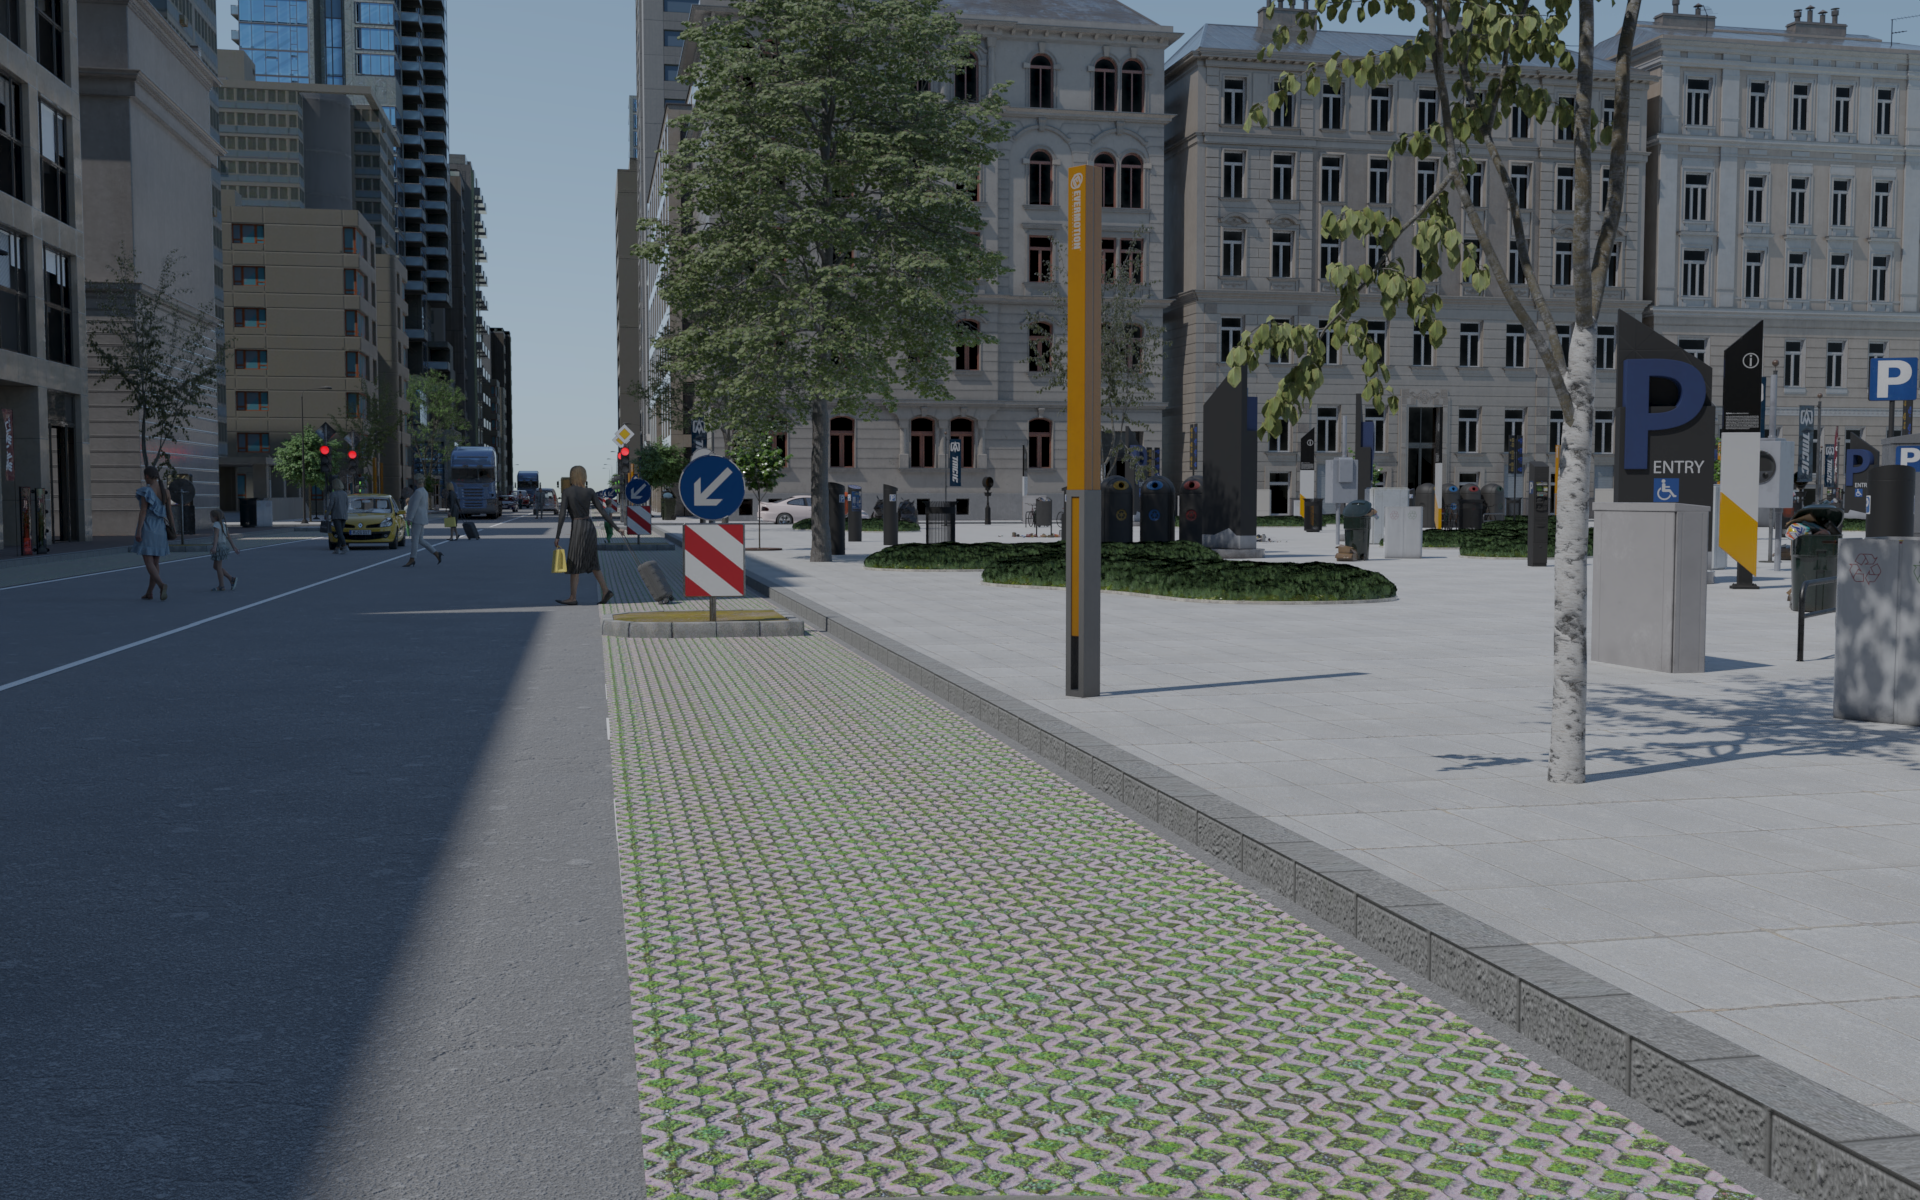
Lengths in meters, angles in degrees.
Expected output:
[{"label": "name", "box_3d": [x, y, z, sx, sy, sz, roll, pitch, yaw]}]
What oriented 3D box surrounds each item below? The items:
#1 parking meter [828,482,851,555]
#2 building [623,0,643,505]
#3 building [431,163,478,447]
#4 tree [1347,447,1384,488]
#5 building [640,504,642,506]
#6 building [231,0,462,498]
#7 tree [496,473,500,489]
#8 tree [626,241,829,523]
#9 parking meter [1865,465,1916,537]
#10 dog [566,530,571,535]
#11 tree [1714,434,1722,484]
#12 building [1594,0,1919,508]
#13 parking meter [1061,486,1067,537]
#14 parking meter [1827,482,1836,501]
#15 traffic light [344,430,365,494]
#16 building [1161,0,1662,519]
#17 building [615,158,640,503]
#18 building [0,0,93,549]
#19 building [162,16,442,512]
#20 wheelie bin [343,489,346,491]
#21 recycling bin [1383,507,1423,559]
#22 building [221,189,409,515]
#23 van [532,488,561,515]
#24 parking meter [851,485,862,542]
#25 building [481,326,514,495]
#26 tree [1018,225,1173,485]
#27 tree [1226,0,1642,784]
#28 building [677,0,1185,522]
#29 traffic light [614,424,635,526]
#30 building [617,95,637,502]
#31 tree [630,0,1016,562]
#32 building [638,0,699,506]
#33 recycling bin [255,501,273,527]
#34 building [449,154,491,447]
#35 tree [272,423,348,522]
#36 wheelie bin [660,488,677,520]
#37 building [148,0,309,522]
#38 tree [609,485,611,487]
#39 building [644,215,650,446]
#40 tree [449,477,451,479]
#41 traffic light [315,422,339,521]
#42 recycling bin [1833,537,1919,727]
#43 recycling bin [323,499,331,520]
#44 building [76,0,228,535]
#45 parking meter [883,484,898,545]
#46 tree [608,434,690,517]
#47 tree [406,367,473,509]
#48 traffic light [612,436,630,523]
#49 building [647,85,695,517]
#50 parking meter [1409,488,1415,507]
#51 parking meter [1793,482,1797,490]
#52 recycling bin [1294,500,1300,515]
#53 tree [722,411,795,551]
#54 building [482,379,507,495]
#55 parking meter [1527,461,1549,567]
[{"label": "parking meter", "box_3d": [-2.609, -1.720, 36.530, 0.372, 1.533, 0.369, 0, 3, 0]}, {"label": "building", "box_3d": [-31.731, -47.556, 215.787, 20.563, 71.187, 20.611, -1, 4, -12]}, {"label": "building", "box_3d": [-65.645, -32.046, 207.538, 14.154, 41.232, 14.086, -1, 4, -12]}, {"label": "tree", "box_3d": [13.997, -4.004, 60.062, 1.663, 3.219, 1.824, 0, 3, 0]}, {"label": "building", "box_3d": [-20.167, -30.859, 196.424, 32.217, 40.220, 23.993, -1, 4, -12]}, {"label": "building", "box_3d": [-64.492, -53.226, 182.921, 22.319, 86.520, 31.000, -1, 4, -12]}, {"label": "tree", "box_3d": [-60.835, -14.647, 223.196, 4.285, 4.588, 4.351, 0, 3, 0]}, {"label": "tree", "box_3d": [-7.884, -7.690, 60.137, 7.601, 10.594, 8.767, -2, 4, -27]}, {"label": "parking meter", "box_3d": [8.107, -0.410, 15.118, 0.372, 1.533, 0.369, 0, 3, 0]}, {"label": "dog", "box_3d": [-13.685, -2.712, 61.170, 0.800, 0.831, 0.513, -3, 5, -45]}, {"label": "tree", "box_3d": [21.772, -3.289, 48.382, 1.663, 3.219, 1.824, 0, 3, 0]}, {"label": "building", "box_3d": [44.007, -19.041, 97.227, 20.117, 28.700, 13.634, -1, 4, -12]}, {"label": "parking meter", "box_3d": [2.595, -2.004, 41.169, 0.372, 1.533, 0.369, 0, 3, 0]}, {"label": "parking meter", "box_3d": [40.542, -4.580, 80.598, 0.399, 1.863, 0.255, -2, 4, -33]}, {"label": "traffic light", "box_3d": [-26.265, -5.271, 75.097, 0.839, 4.253, 0.868, -1, 4, -12]}, {"label": "building", "box_3d": [22.077, -18.009, 91.706, 25.104, 27.353, 12.463, -1, 4, -12]}, {"label": "building", "box_3d": [-37.924, -38.116, 246.896, 21.300, 48.544, 21.600, -1, 4, -12]}, {"label": "building", "box_3d": [-29.676, -13.680, 28.190, 19.350, 26.468, 34.151, -1, 4, -12]}, {"label": "building", "box_3d": [-64.180, -28.373, 155.776, 32.217, 40.220, 23.993, -1, 4, -12]}, {"label": "wheelie bin", "box_3d": [-35.666, -5.611, 99.642, 0.980, 1.594, 0.693, 1, 4, 9]}, {"label": "recycling bin", "box_3d": [8.882, -1.356, 34.732, 0.722, 1.027, 0.722, 1, 4, 11]}, {"label": "building", "box_3d": [-53.108, -16.632, 116.966, 27.650, 21.520, 28.899, -1, 4, -12]}, {"label": "van", "box_3d": [-29.049, -7.003, 121.516, 2.013, 2.044, 4.112, -1, 4, -11]}, {"label": "parking meter", "box_3d": [-2.830, -2.338, 46.631, 0.372, 1.533, 0.369, 0, 3, 0]}, {"label": "building", "box_3d": [-83.489, -31.939, 293.896, 14.160, 30.474, 14.107, -1, 4, -12]}, {"label": "tree", "box_3d": [3.659, -5.764, 44.602, 4.360, 8.622, 3.978, 0, 3, 0]}, {"label": "tree", "box_3d": [2.585, -3.505, 7.674, 4.737, 8.622, 4.395, 0, 3, 0]}, {"label": "building", "box_3d": [-2.102, -18.411, 88.406, 23.554, 28.519, 14.401, -1, 4, -12]}, {"label": "traffic light", "box_3d": [-13.488, -4.939, 69.669, 0.839, 4.253, 0.868, -1, 4, -12]}, {"label": "building", "box_3d": [-42.679, -58.664, 271.833, 22.319, 86.520, 31.000, -1, 4, -12]}, {"label": "tree", "box_3d": [-2.290, -6.978, 32.217, 7.486, 12.596, 7.792, 0, 3, 0]}, {"label": "building", "box_3d": [-20.540, -38.358, 169.146, 21.231, 58.520, 28.212, -1, 4, -12]}, {"label": "recycling bin", "box_3d": [-27.246, -3.358, 67.461, 0.722, 1.027, 0.722, -3, 4, -38]}, {"label": "building", "box_3d": [-77.829, -38.085, 242.300, 23.786, 49.044, 30.456, -1, 4, -12]}, {"label": "tree", "box_3d": [-29.761, -5.858, 79.484, 4.285, 4.588, 4.351, 0, 3, 0]}, {"label": "wheelie bin", "box_3d": [-14.274, -4.700, 84.756, 0.693, 1.594, 0.980, -2, 4, -30]}, {"label": "building", "box_3d": [-49.385, -23.863, 82.033, 32.217, 40.220, 23.993, -1, 4, -12]}, {"label": "tree", "box_3d": [-58.636, -18.233, 292.717, 1.663, 3.219, 1.824, 0, 3, 0]}, {"label": "building", "box_3d": [-18.929, -21.836, 142.917, 13.634, 28.700, 20.117, -1, 4, -12]}, {"label": "tree", "box_3d": [-46.926, -10.190, 161.203, 1.663, 3.219, 1.824, 0, 3, 0]}, {"label": "traffic light", "box_3d": [-24.596, -4.793, 67.288, 0.839, 4.253, 0.868, -1, 4, -12]}, {"label": "recycling bin", "box_3d": [5.486, 0.166, 9.837, 0.722, 1.027, 0.722, -3, 4, -39]}, {"label": "recycling bin", "box_3d": [-31.265, -4.509, 86.271, 0.722, 1.027, 0.722, -2, 4, -30]}, {"label": "building", "box_3d": [-38.165, -13.162, 57.007, 24.055, 21.916, 13.314, -1, 4, -12]}, {"label": "parking meter", "box_3d": [-1.737, -2.139, 43.381, 0.372, 1.533, 0.369, 0, 3, 0]}, {"label": "tree", "box_3d": [-16.526, -6.831, 95.404, 4.285, 4.588, 4.351, 0, 3, 0]}, {"label": "tree", "box_3d": [-44.099, -13.304, 143.269, 9.928, 11.665, 9.643, 0, 3, 0]}, {"label": "traffic light", "box_3d": [-15.157, -5.416, 77.478, 0.839, 4.253, 0.868, -1, 4, -12]}, {"label": "building", "box_3d": [-10.614, -19.087, 116.588, 19.350, 26.468, 34.151, -1, 4, -12]}, {"label": "parking meter", "box_3d": [19.965, -4.184, 76.820, 0.372, 1.533, 0.369, 0, 3, 0]}, {"label": "parking meter", "box_3d": [39.181, -4.640, 81.582, 0.255, 1.863, 0.399, 0, 4, -4]}, {"label": "recycling bin", "box_3d": [13.987, -3.554, 70.663, 0.722, 1.027, 0.722, 1, 4, 11]}, {"label": "tree", "box_3d": [-4.596, -2.748, 39.535, 1.663, 3.219, 1.824, 0, 3, 0]}, {"label": "building", "box_3d": [-86.081, -26.094, 271.672, 27.650, 21.520, 28.899, -1, 4, -12]}, {"label": "parking meter", "box_3d": [10.226, -1.524, 30.631, 0.255, 1.863, 0.399, 0, 4, 1]}]
